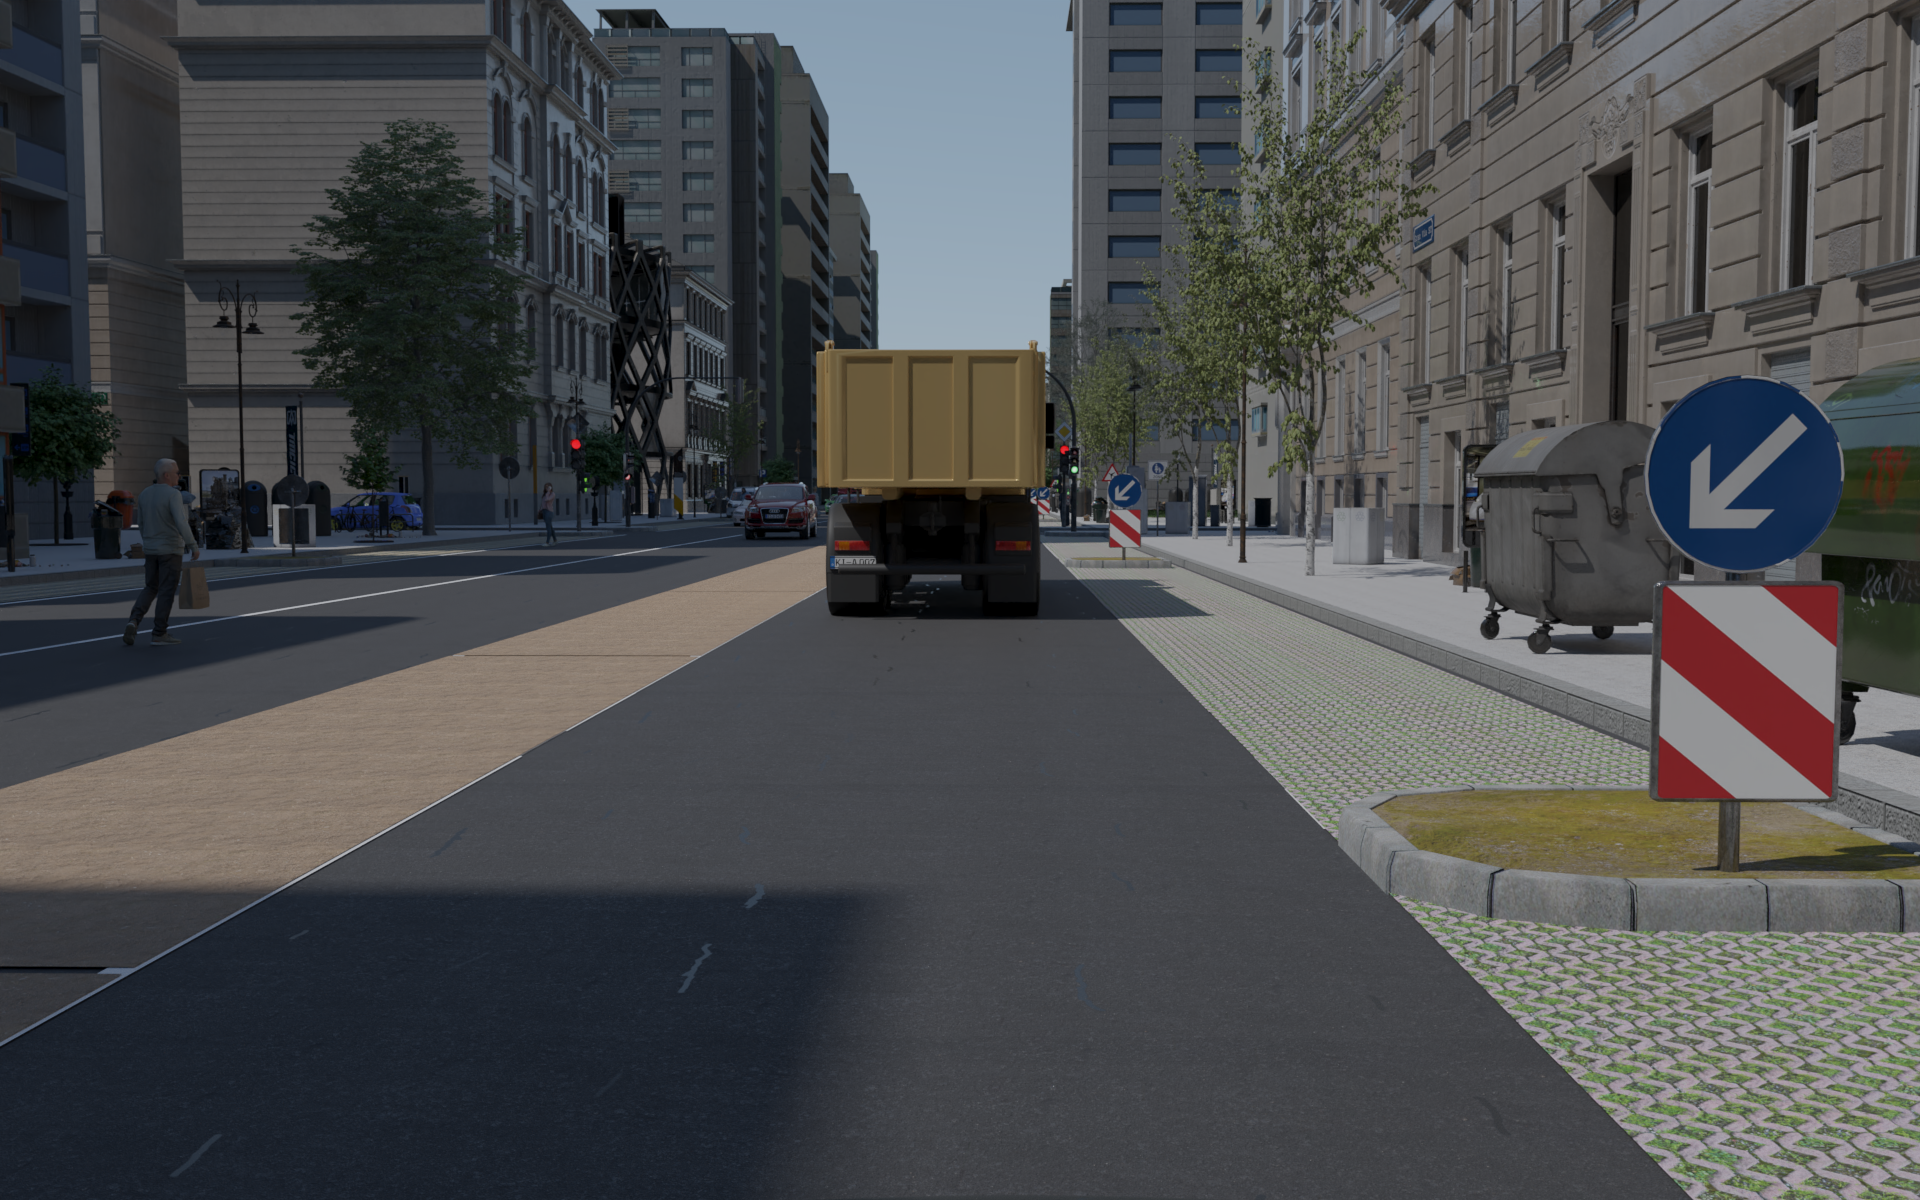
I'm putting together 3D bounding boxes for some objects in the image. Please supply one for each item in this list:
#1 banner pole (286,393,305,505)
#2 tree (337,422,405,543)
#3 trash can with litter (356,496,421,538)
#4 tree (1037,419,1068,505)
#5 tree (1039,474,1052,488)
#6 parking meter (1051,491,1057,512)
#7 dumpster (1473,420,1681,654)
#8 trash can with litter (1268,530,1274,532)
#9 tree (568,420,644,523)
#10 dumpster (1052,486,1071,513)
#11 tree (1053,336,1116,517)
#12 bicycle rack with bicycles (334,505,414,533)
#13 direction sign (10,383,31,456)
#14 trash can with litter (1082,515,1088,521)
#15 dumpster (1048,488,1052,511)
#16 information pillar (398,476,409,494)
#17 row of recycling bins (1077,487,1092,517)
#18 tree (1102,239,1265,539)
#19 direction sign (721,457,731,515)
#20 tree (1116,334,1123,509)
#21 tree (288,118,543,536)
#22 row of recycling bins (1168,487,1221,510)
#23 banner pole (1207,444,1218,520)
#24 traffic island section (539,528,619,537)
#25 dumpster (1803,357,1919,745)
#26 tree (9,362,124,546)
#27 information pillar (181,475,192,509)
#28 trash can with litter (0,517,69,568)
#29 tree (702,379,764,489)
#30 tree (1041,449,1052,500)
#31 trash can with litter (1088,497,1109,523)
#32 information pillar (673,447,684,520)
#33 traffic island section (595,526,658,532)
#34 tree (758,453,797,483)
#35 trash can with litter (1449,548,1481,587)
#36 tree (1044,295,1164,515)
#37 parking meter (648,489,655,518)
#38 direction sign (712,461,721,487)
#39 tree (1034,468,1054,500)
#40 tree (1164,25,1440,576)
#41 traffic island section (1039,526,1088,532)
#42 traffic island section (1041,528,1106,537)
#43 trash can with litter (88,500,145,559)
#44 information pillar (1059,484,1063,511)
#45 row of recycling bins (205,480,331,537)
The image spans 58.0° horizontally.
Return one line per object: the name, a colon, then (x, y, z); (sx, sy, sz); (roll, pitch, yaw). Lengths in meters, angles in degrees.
banner pole: (-16.502, -3.246, 43.090); (0.863, 3.779, 0.401); (2, 4, 34)
tree: (-15.466, -3.139, 45.923); (1.663, 3.219, 1.824); (0, 3, 0)
trash can with litter: (-17.110, -2.460, 51.275); (1.678, 1.210, 2.233); (-3, 5, -41)
tree: (9.316, -17.187, 206.761); (9.928, 11.665, 9.643); (0, 3, 0)
tree: (8.365, -10.575, 167.502); (1.663, 3.219, 1.824); (0, 3, 0)
parking meter: (6.687, -7.020, 123.194); (0.372, 1.533, 0.369); (0, 3, 0)
dumpster: (5.168, -0.535, 14.507); (1.264, 1.857, 1.865); (0, 4, 1)
trash can with litter: (11.122, -2.892, 58.336); (1.678, 1.210, 2.233); (-1, 4, -14)
tree: (-15.732, -5.694, 76.815); (4.285, 4.588, 4.351); (0, 3, 0)
dumpster: (7.033, -6.807, 117.046); (1.264, 1.857, 1.865); (0, 4, 1)
tree: (6.666, -7.810, 78.053); (4.737, 8.622, 4.395); (0, 3, 0)
bicycle rack with bicycles: (-19.963, -2.753, 58.389); (2.852, 0.926, 2.925); (2, 4, 24)
direction sign: (-19.433, -2.652, 35.357); (0.876, 3.537, 0.379); (-1, 4, -12)
trash can with litter: (6.248, -4.287, 81.487); (1.055, 1.170, 0.624); (1, 4, 12)
dumpster: (7.288, -7.667, 131.107); (1.264, 1.857, 1.865); (0, 4, 1)
information pillar: (-22.447, -4.001, 69.913); (0.304, 2.012, 0.304); (1, 4, 21)
row of recycling bins: (6.965, -5.572, 98.213); (1.069, 1.692, 3.534); (0, 4, 0)
tree: (6.456, -6.033, 49.004); (4.360, 8.622, 3.978); (0, 3, 0)
direction sign: (-14.075, -6.939, 105.448); (0.379, 3.537, 0.876); (0, 4, 4)
tree: (6.396, -5.625, 42.326); (4.737, 8.622, 4.395); (0, 3, 0)
tree: (-16.855, -8.258, 53.154); (7.486, 12.596, 7.792); (0, 3, 0)
row of recycling bins: (13.332, -5.441, 96.075); (3.534, 1.692, 1.069); (0, 4, 2)
banner pole: (12.654, -5.889, 86.297); (0.401, 3.779, 0.863); (-1, 4, -18)
traffic island section: (-13.094, -2.274, 59.453); (2.009, 0.180, 2.903); (0, 4, 1)
dumpster: (4.974, -0.337, 8.005); (1.502, 2.255, 1.985); (0, 4, 1)
tree: (-22.693, -3.638, 43.193); (4.285, 4.588, 4.351); (0, 3, 0)
information pillar: (-30.344, -3.883, 67.976); (0.304, 2.012, 0.304); (-1, 4, -11)
trash can with litter: (-17.135, -1.212, 30.876); (2.233, 1.210, 1.678); (3, 4, 37)
tree: (-14.479, -9.816, 110.848); (4.737, 8.622, 4.395); (0, 3, 0)
tree: (7.560, -8.773, 93.794); (4.737, 8.622, 4.395); (0, 3, 0)
trash can with litter: (6.311, -3.955, 76.059); (0.624, 1.170, 1.055); (3, 5, 43)
information pillar: (-14.136, -5.851, 87.016); (0.504, 3.616, 0.183); (-2, 4, -27)
traffic island section: (-12.936, -2.762, 67.437); (2.009, 0.180, 2.903); (0, 4, 1)
tree: (-14.639, -9.523, 139.412); (4.285, 4.588, 4.351); (0, 3, 0)
trash can with litter: (7.132, -0.770, 23.978); (0.624, 1.170, 1.055); (-1, 4, -16)
tree: (8.010, -11.985, 106.323); (12.009, 13.543, 11.850); (0, 3, 0)
parking meter: (-16.268, -5.069, 91.288); (0.372, 1.533, 0.369); (0, 3, 0)
direction sign: (-16.598, -7.771, 119.052); (0.876, 3.537, 0.379); (-2, 4, -32)
tree: (8.260, -11.956, 179.195); (4.285, 4.588, 4.351); (0, 3, 0)
tree: (5.257, -4.686, 26.977); (4.737, 8.622, 4.395); (0, 3, 0)
traffic island section: (4.052, -2.741, 67.099); (2.009, 0.180, 2.903); (0, 4, 1)
traffic island section: (3.894, -2.253, 59.115); (2.009, 0.180, 2.903); (0, 4, 1)
trash can with litter: (-16.636, -1.401, 34.287); (1.055, 1.170, 0.624); (-3, 5, -39)
information pillar: (7.575, -7.624, 129.141); (0.304, 2.012, 0.304); (2, 4, 34)
row of recycling bins: (-20.919, -2.770, 52.397); (3.534, 1.692, 1.069); (-2, 4, -25)
